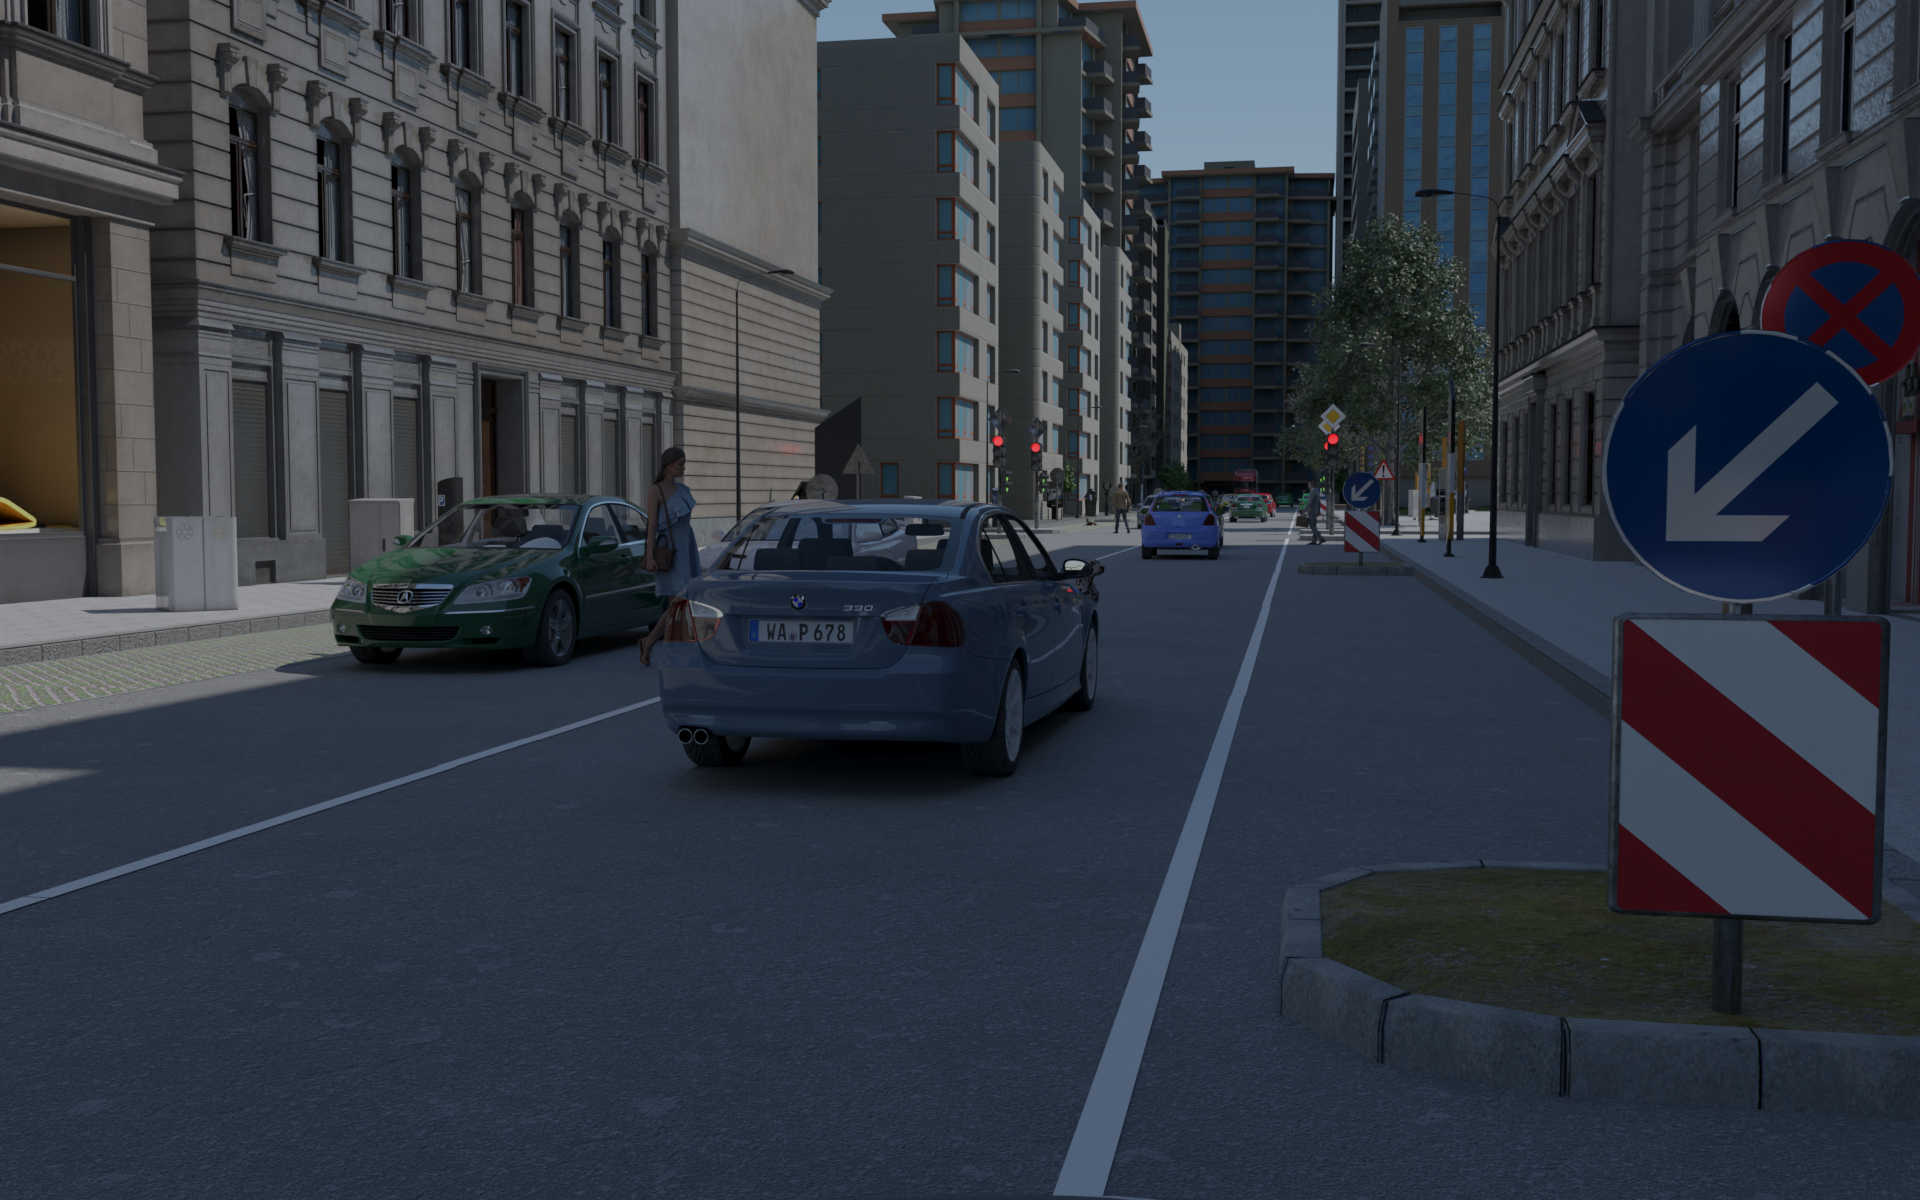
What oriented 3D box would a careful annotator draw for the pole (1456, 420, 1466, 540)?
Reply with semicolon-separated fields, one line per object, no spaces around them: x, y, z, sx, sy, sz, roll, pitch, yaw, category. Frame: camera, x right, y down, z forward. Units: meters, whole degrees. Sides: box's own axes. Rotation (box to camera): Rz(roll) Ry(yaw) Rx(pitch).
13.876;-3.311;47.974;0.158;3.312;0.155;0;3;0;pole

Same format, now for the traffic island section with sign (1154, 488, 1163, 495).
13.176;-6.483;114.632;1.989;1.847;2.006;1;4;11;traffic island section with sign

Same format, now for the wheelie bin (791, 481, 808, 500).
-3.584;-2.039;41.247;0.693;1.594;0.980;2;4;28;wheelie bin

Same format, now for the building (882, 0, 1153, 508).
5.424;-30.585;154.683;22.147;44.769;28.867;1;4;11;building

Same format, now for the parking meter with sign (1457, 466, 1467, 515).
30.921;-6.766;106.891;0.543;3.016;1.738;1;4;18;parking meter with sign

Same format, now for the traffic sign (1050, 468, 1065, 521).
4.670;-5.086;83.263;0.768;2.556;0.104;1;4;18;traffic sign

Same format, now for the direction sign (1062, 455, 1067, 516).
6.005;-6.549;99.073;0.379;3.537;0.876;0;4;6;direction sign

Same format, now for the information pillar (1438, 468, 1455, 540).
13.503;-2.665;48.066;0.304;2.012;0.304;-2;4;-27;information pillar

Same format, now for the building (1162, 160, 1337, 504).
35.055;-35.230;230.630;28.867;44.769;22.147;1;4;11;building

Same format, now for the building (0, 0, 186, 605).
-18.424;-9.317;3.245;10.553;20.767;40.483;1;4;11;building

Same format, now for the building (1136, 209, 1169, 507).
13.471;-24.691;175.396;14.160;30.474;14.107;1;4;11;building

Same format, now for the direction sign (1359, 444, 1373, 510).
18.238;-5.251;77.855;0.876;3.537;0.379;-2;4;-33;direction sign

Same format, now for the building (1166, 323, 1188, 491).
10.810;-21.701;199.856;28.899;21.520;27.650;1;4;11;building

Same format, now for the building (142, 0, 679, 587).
-12.976;-11.197;32.219;9.793;20.994;18.267;1;4;11;building

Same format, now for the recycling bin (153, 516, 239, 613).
-8.470;-0.406;19.199;0.722;1.027;0.722;-3;4;-36;recycling bin

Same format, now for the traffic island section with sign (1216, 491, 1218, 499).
28.068;-11.097;190.059;1.989;1.847;2.006;1;4;11;traffic island section with sign

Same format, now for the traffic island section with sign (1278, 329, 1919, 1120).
1.941;0.223;4.976;1.989;1.847;2.006;1;4;11;traffic island section with sign

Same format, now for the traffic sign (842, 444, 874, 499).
-2.665;-2.767;45.245;0.884;2.594;0.081;1;4;17;traffic sign

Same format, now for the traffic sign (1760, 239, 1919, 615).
4.435;-0.530;8.766;0.768;2.556;0.104;1;4;17;traffic sign

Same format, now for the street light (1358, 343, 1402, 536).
12.903;-4.933;53.199;1.470;5.913;1.316;1;4;11;street light

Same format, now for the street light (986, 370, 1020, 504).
1.552;-5.647;64.867;1.470;5.913;1.316;1;4;11;street light

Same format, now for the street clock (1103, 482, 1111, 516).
8.678;-5.981;102.362;0.471;2.002;0.358;-2;4;-24;street clock

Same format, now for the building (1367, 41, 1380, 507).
50.700;-33.440;166.357;23.786;49.044;30.456;1;4;11;building

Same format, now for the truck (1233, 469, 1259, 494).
32.494;-12.688;196.361;2.839;4.237;11.283;1;4;11;truck

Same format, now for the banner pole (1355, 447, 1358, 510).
19.332;-5.773;84.412;0.401;3.779;0.863;1;4;16;banner pole

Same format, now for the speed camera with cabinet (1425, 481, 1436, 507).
34.218;-7.996;125.075;0.660;3.252;2.038;-1;4;-11;speed camera with cabinet

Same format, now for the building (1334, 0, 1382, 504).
59.571;-48.198;226.285;20.611;71.187;20.563;1;4;11;building

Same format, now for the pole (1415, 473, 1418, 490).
30.781;-7.517;116.742;0.158;3.312;0.155;0;3;0;pole

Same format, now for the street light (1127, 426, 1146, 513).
12.014;-8.912;118.257;1.470;5.913;1.316;1;4;11;street light

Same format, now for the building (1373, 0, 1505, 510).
42.314;-30.279;145.173;14.600;45.320;14.200;1;4;11;building

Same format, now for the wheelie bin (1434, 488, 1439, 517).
26.510;-5.335;95.143;0.980;1.594;0.693;-1;4;-17;wheelie bin

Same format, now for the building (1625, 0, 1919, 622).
15.739;-10.794;18.287;13.314;21.916;24.055;1;4;11;building

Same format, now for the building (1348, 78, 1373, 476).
54.501;-34.765;192.114;21.300;48.544;21.600;1;4;11;building

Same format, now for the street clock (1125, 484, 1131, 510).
12.064;-7.328;124.377;0.471;2.002;0.358;0;4;-1;street clock

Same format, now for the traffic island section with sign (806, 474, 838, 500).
-2.794;-1.537;33.763;1.989;1.847;2.006;1;4;11;traffic island section with sign

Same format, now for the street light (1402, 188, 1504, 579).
7.600;-3.293;26.386;1.470;5.913;1.316;1;4;11;street light

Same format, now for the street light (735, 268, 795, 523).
-4.090;-3.875;35.892;1.470;5.913;1.316;1;4;11;street light

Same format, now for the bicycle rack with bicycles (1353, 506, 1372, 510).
28.576;-6.599;121.275;2.925;0.926;2.852;0;4;-5;bicycle rack with bicycles

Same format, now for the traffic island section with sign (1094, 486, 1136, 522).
7.924;-4.855;88.015;1.989;1.847;2.006;1;4;11;traffic island section with sign

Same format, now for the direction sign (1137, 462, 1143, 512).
12.872;-8.075;124.020;0.379;3.537;0.876;-1;4;-21;direction sign

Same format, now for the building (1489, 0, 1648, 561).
18.465;-10.755;40.473;10.561;19.102;19.286;1;4;11;building

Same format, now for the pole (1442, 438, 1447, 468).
17.479;-4.204;62.577;0.158;3.312;0.155;0;3;0;pole

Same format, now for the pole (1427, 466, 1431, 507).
32.241;-7.663;119.140;0.158;3.312;0.155;0;3;0;pole

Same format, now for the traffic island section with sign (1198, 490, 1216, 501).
22.860;-9.479;163.610;1.989;1.847;2.006;1;4;11;traffic island section with sign

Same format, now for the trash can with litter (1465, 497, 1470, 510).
38.811;-7.424;132.766;0.624;1.170;1.055;1;4;8;trash can with litter

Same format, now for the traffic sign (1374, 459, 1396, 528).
15.795;-3.953;64.629;0.884;2.594;0.081;1;4;17;traffic sign

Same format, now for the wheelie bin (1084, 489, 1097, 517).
7.460;-5.555;98.739;0.693;1.594;0.980;-1;4;-11;wheelie bin

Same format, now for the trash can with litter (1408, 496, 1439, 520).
22.875;-4.512;84.832;2.233;1.210;1.678;0;4;-7;trash can with litter

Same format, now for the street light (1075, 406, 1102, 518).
6.784;-7.280;91.562;1.470;5.913;1.316;1;4;11;street light

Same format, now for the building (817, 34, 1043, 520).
-10.780;-14.509;82.262;27.650;21.520;28.899;1;4;11;building

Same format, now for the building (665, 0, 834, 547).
-21.746;-14.119;49.935;34.723;24.649;14.460;1;4;11;building

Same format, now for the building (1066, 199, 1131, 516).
-3.548;-16.718;118.377;27.650;21.520;28.899;1;4;11;building
